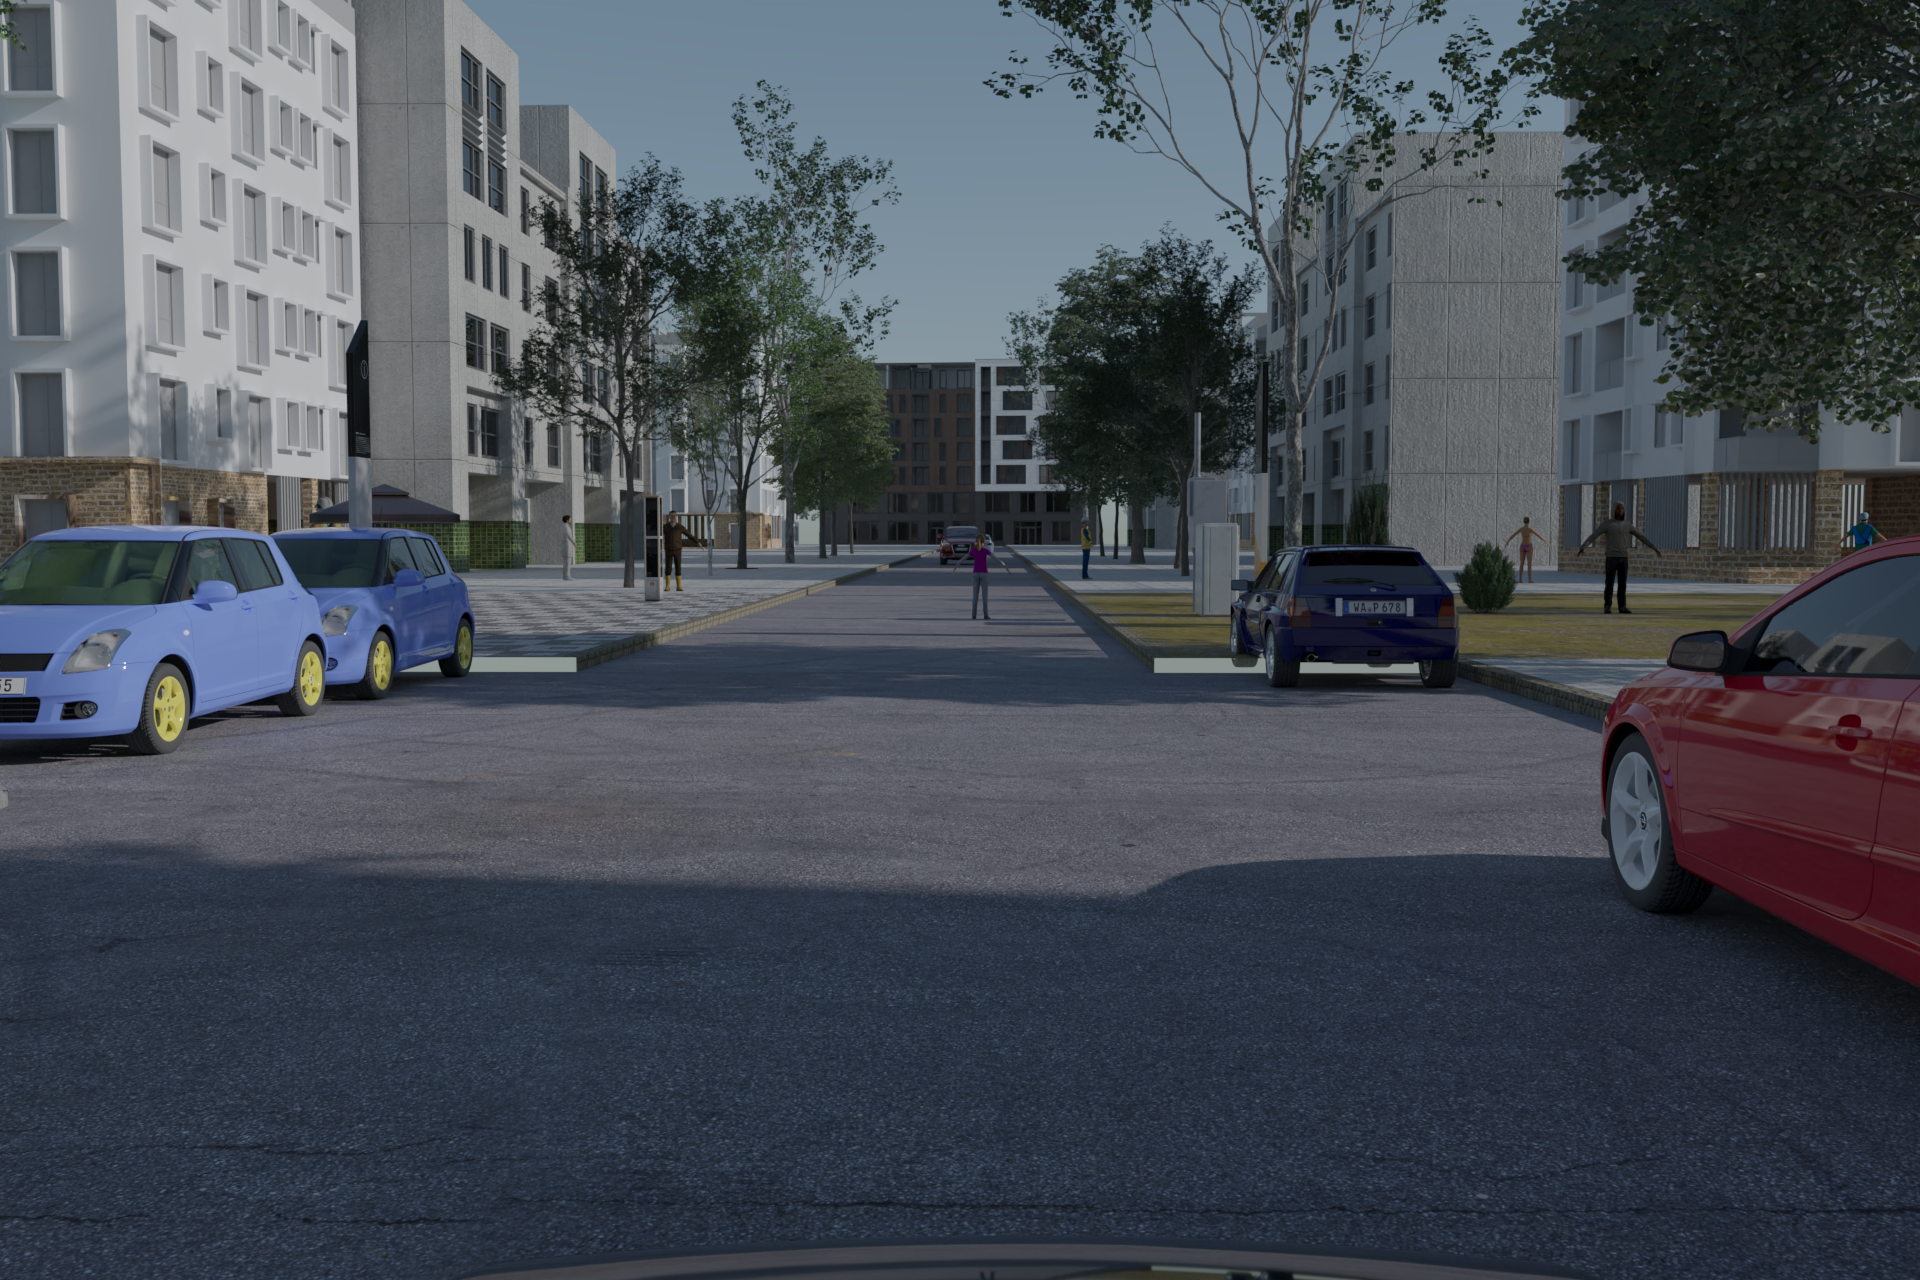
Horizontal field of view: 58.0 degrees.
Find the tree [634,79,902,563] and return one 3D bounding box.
[{"bbox_3d":[-8.560,-13.419,75.287,12.611,20.169,13.585,0,3,0],"label":"tree"}]

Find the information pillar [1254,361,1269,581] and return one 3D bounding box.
[{"bbox_3d":[4.135,-1.982,23.759,0.183,3.616,0.504,0,4,-1],"label":"information pillar"}]

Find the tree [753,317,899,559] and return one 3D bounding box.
[{"bbox_3d":[-7.058,-10.523,90.180,7.486,12.596,7.792,0,3,0],"label":"tree"}]

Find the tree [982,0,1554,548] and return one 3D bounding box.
[{"bbox_3d":[6.376,-11.098,37.342,12.611,20.169,13.585,0,3,0],"label":"tree"}]

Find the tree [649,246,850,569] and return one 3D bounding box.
[{"bbox_3d":[-7.889,-8.388,62.905,9.928,11.665,9.643,0,3,0],"label":"tree"}]

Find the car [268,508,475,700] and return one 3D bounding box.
[{"bbox_3d":[-5.811,-0.398,16.103,1.945,1.707,3.694,0,4,1],"label":"car"}]

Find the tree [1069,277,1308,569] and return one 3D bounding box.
[{"bbox_3d":[8.084,-7.870,63.086,8.767,10.594,7.601,-1,4,-18],"label":"tree"}]

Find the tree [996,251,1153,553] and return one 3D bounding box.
[{"bbox_3d":[8.564,-16.026,117.918,12.611,20.169,13.585,0,3,0],"label":"tree"}]

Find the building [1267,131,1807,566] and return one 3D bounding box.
[{"bbox_3d":[25.913,-13.359,84.870,16.747,18.905,31.486,0,4,1],"label":"building"}]

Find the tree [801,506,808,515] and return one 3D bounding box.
[{"bbox_3d":[-21.192,-16.774,208.669,7.601,10.594,8.767,0,4,0],"label":"tree"}]

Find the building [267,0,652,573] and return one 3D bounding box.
[{"bbox_3d":[-24.439,-12.569,71.968,16.747,18.905,31.486,0,4,2],"label":"building"}]

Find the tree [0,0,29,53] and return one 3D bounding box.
[{"bbox_3d":[-11.999,-5.467,15.136,9.928,11.665,9.643,0,3,0],"label":"tree"}]

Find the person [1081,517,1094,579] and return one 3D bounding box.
[{"bbox_3d":[3.646,-2.604,49.047,0.721,1.772,1.216,0,4,-3],"label":"person"}]

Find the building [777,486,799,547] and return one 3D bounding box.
[{"bbox_3d":[-21.429,-14.732,183.016,9.099,9.664,28.070,0,4,0],"label":"building"}]

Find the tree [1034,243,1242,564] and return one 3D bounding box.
[{"bbox_3d":[7.633,-10.284,74.805,9.857,13.997,8.962,0,3,0],"label":"tree"}]

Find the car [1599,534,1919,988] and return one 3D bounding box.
[{"bbox_3d":[3.428,0.230,5.284,2.155,1.783,4.494,0,4,1],"label":"car"}]

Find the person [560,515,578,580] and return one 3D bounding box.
[{"bbox_3d":[-10.864,-2.558,48.012,0.705,1.806,1.347,-2,4,-25],"label":"person"}]

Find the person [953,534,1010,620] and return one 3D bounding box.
[{"bbox_3d":[0.354,-1.062,29.080,0.991,1.433,0.599,1,4,12],"label":"person"}]

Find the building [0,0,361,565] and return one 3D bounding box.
[{"bbox_3d":[-24.395,-11.373,42.361,16.016,20.090,11.380,0,4,2],"label":"building"}]

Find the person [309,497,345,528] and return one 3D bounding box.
[{"bbox_3d":[-9.814,-1.283,26.753,0.705,1.858,1.354,2,4,30],"label":"person"}]

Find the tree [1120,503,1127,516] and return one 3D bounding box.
[{"bbox_3d":[23.037,-16.909,210.869,7.601,10.594,8.767,0,4,3],"label":"tree"}]

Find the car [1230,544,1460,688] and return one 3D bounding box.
[{"bbox_3d":[3.778,-0.301,17.501,1.945,1.354,3.894,0,4,1],"label":"car"}]

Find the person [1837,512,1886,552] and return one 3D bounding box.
[{"bbox_3d":[22.284,-2.238,42.715,0.704,1.817,1.347,-3,5,-39],"label":"person"}]

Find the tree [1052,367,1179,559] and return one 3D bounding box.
[{"bbox_3d":[8.238,-9.396,88.035,7.601,10.594,8.767,-2,4,-27],"label":"tree"}]

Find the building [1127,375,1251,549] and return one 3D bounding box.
[{"bbox_3d":[25.612,-18.277,165.288,16.747,18.905,31.486,0,4,1],"label":"building"}]

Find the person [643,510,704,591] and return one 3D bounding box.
[{"bbox_3d":[-6.426,-1.998,38.803,1.346,1.812,0.704,-1,4,-13],"label":"person"}]

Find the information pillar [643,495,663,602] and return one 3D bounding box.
[{"bbox_3d":[-5.843,-1.745,33.026,0.304,2.012,0.304,0,4,3],"label":"information pillar"}]

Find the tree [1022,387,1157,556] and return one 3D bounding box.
[{"bbox_3d":[8.064,-10.087,99.332,8.767,10.594,7.601,-1,4,-23],"label":"tree"}]

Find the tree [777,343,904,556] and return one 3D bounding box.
[{"bbox_3d":[-7.032,-11.230,101.735,7.486,12.596,7.792,0,3,0],"label":"tree"}]

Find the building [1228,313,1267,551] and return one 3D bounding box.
[{"bbox_3d":[27.755,-17.640,144.838,16.016,20.090,11.380,0,4,1],"label":"building"}]

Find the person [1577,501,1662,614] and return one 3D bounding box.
[{"bbox_3d":[10.599,-1.333,27.918,1.348,1.813,0.705,0,3,0],"label":"person"}]

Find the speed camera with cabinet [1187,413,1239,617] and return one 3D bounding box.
[{"bbox_3d":[4.044,-2.036,27.629,0.660,3.252,2.038,0,4,1],"label":"speed camera with cabinet"}]

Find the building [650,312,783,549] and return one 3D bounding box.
[{"bbox_3d":[-21.773,-17.840,148.111,16.016,20.090,11.380,0,4,2],"label":"building"}]

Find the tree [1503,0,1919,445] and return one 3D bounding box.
[{"bbox_3d":[9.850,-6.686,15.973,9.857,13.997,8.962,0,3,0],"label":"tree"}]

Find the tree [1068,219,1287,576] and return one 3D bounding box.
[{"bbox_3d":[6.578,-7.218,52.431,7.601,10.594,8.767,-2,4,-31],"label":"tree"}]

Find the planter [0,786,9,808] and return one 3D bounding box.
[{"bbox_3d":[-6.008,0.764,8.643,1.991,0.319,1.994,0,4,1],"label":"planter"}]

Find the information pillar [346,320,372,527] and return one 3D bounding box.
[{"bbox_3d":[-6.510,-1.679,18.809,0.183,3.616,0.504,0,4,1],"label":"information pillar"}]

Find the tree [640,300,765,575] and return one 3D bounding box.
[{"bbox_3d":[-7.719,-6.327,53.802,4.360,8.622,3.978,0,3,0],"label":"tree"}]

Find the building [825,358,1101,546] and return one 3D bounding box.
[{"bbox_3d":[1.001,-22.532,214.832,32.646,21.610,27.936,0,4,6],"label":"building"}]

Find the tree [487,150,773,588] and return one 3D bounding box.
[{"bbox_3d":[-7.688,-6.546,41.436,8.767,10.594,7.601,3,5,42],"label":"tree"}]

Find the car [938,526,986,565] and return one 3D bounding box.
[{"bbox_3d":[0.094,-4.479,81.910,2.281,1.827,5.304,0,4,1],"label":"car"}]

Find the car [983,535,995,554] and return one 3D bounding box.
[{"bbox_3d":[1.256,-6.021,110.444,2.014,1.417,4.499,0,4,0],"label":"car"}]

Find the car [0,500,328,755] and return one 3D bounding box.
[{"bbox_3d":[-5.955,-0.170,12.375,1.945,1.707,3.694,0,4,1],"label":"car"}]

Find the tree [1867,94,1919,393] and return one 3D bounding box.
[{"bbox_3d":[16.827,-4.793,28.721,4.737,8.622,4.395,0,3,0],"label":"tree"}]

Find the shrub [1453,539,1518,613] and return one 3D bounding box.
[{"bbox_3d":[8.530,-1.038,28.095,1.383,1.207,1.383,0,3,0],"label":"shrub"}]

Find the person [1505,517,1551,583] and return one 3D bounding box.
[{"bbox_3d":[14.840,-2.355,45.309,1.217,1.733,0.721,3,4,39],"label":"person"}]

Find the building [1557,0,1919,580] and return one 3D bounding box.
[{"bbox_3d":[25.302,-12.239,56.531,16.016,20.090,11.380,0,4,1],"label":"building"}]

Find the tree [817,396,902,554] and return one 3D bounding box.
[{"bbox_3d":[-7.313,-10.860,111.981,7.601,10.594,8.767,-2,4,-32],"label":"tree"}]
